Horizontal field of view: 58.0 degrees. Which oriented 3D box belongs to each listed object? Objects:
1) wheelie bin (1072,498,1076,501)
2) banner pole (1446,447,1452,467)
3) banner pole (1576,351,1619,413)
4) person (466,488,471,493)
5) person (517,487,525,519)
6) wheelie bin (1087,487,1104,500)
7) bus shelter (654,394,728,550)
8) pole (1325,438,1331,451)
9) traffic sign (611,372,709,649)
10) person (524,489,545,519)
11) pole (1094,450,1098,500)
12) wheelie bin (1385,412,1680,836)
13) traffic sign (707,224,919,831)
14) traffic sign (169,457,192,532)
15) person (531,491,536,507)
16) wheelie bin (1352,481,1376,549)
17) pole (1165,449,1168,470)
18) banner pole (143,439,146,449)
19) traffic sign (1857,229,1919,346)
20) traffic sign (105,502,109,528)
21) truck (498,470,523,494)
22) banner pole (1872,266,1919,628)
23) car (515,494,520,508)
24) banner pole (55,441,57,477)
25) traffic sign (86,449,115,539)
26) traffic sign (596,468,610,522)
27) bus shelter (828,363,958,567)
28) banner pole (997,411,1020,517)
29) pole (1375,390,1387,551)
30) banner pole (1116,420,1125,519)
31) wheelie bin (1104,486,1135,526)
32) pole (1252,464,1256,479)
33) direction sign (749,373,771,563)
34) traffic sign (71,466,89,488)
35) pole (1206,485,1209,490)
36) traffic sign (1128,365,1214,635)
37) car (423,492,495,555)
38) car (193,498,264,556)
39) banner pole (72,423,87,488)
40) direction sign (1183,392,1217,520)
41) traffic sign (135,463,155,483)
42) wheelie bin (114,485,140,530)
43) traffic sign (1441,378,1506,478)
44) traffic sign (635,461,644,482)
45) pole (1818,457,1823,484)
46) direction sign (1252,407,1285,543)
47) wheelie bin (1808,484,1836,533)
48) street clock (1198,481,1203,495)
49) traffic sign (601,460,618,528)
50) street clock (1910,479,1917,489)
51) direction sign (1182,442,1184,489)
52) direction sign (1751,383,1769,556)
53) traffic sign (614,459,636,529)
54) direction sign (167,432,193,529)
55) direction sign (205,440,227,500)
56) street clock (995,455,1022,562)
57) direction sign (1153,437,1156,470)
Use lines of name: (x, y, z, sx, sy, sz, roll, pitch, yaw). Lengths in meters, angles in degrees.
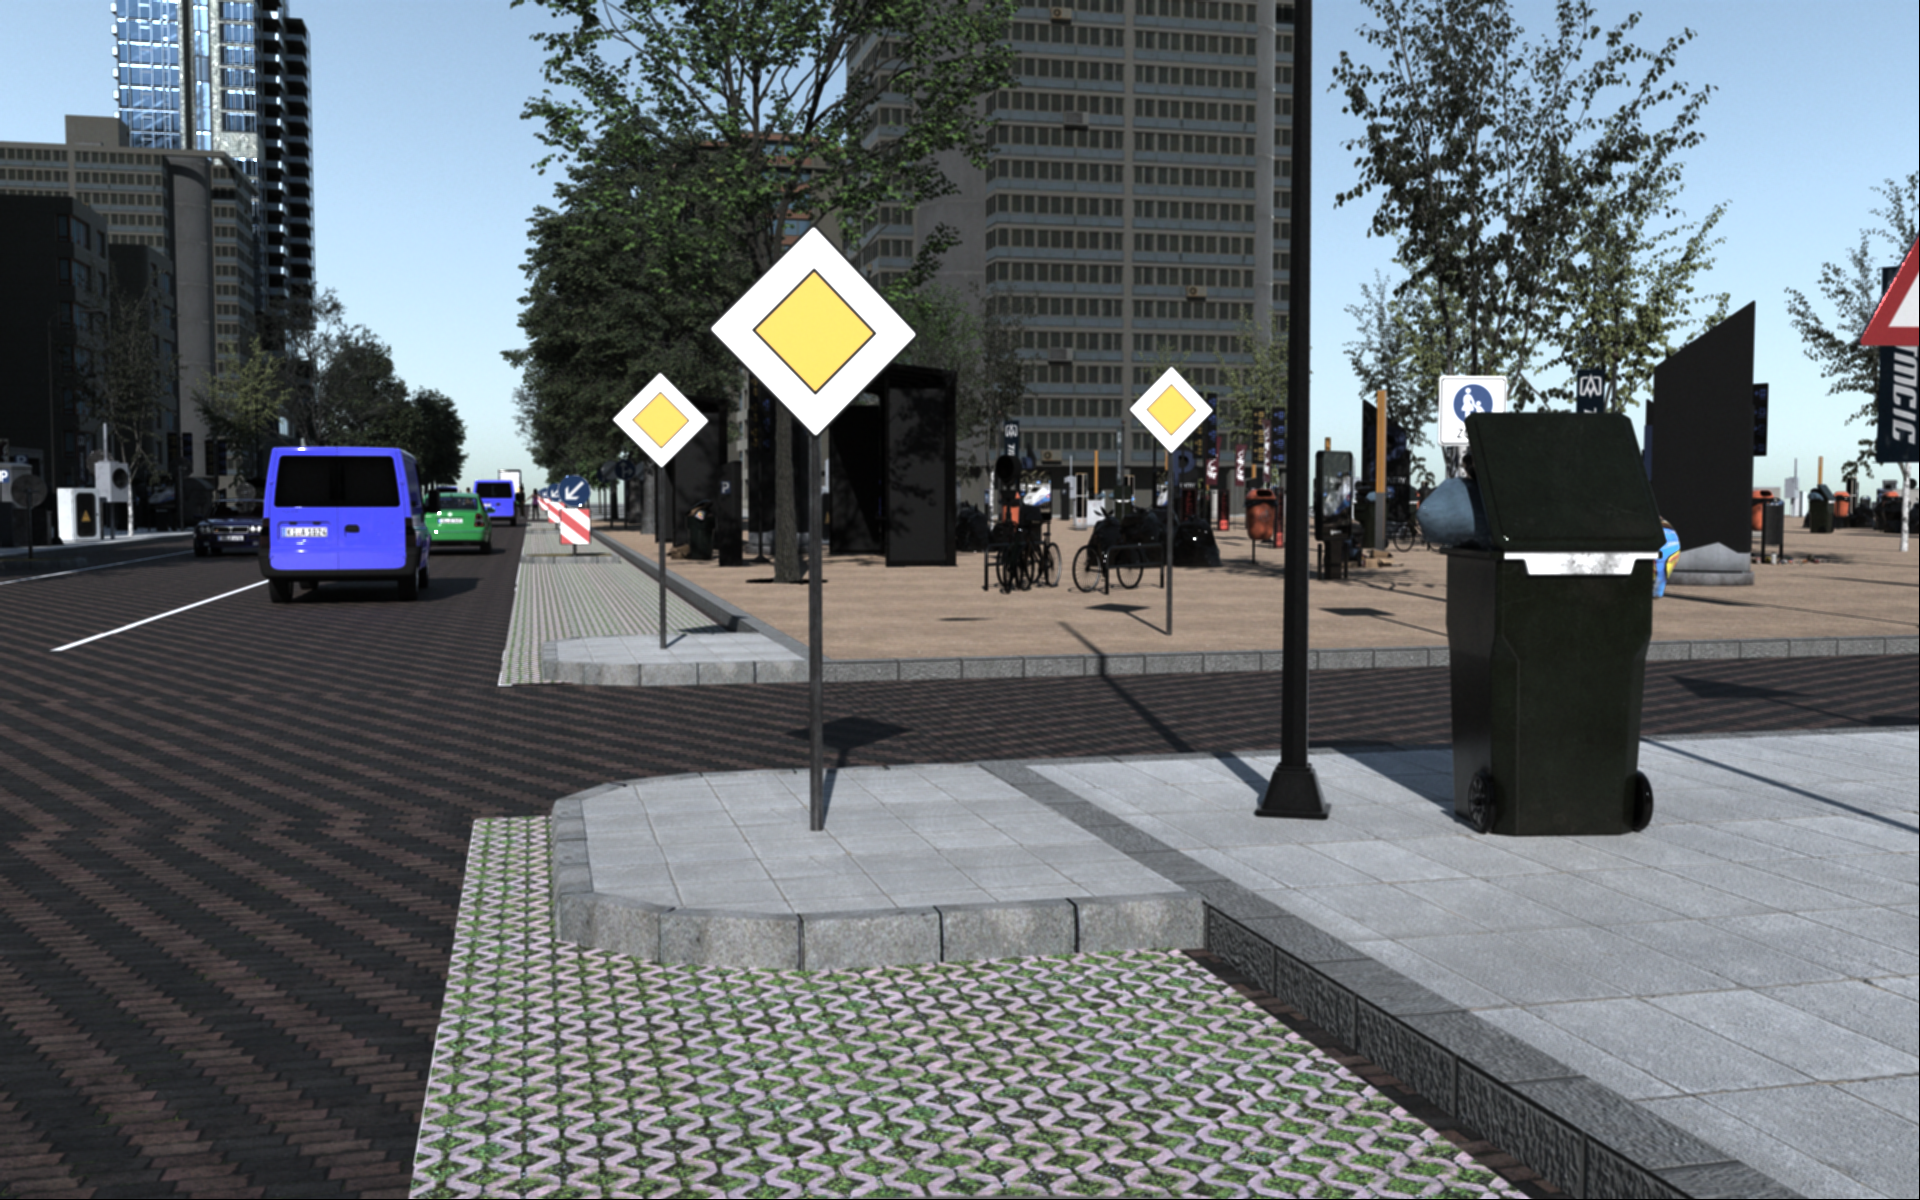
wheelie bin: (6.291, -5.058, 90.612, 0.693, 1.594, 0.980, -1, 4, -21)
banner pole: (22.835, -5.528, 80.396, 0.401, 3.779, 0.863, -2, 4, -29)
banner pole: (11.275, -2.480, 30.566, 0.863, 3.779, 0.401, 1, 4, 14)
person: (-28.788, -5.674, 101.367, 0.705, 1.812, 1.348, 2, 4, 28)
person: (-25.561, -5.676, 100.938, 0.705, 1.869, 1.348, -2, 4, -28)
wheelie bin: (6.435, -4.539, 82.126, 0.980, 1.594, 0.693, 0, 4, 2)
bus shelter: (-6.800, -3.137, 42.574, 1.731, 3.624, 6.357, -1, 4, -14)
pole: (13.268, -4.203, 62.563, 0.158, 3.312, 0.155, 0, 3, 0)
traffic sign: (-2.464, -0.652, 14.303, 0.795, 2.450, 0.064, -1, 4, -14)
person: (-24.020, -5.426, 97.891, 1.217, 1.739, 0.721, -2, 4, -31)
pole: (6.374, -5.330, 80.985, 0.158, 3.312, 0.155, 0, 3, 0)
wheelie bin: (2.234, 0.073, 6.712, 0.980, 1.594, 0.693, 0, 4, -3)
traffic sign: (-0.550, -0.178, 6.550, 0.795, 2.450, 0.064, -1, 4, -14)
traffic sign: (-26.476, -3.594, 58.865, 0.768, 2.556, 0.104, 0, 4, -5)
person: (-45.694, -10.846, 185.920, 0.705, 1.812, 1.348, 0, 4, 5)
wheelie bin: (9.703, -2.015, 40.852, 0.693, 1.594, 0.980, -2, 4, -28)
pole: (8.208, -4.562, 68.437, 0.158, 3.312, 0.155, 0, 3, 0)
banner pole: (-37.519, -5.481, 79.635, 0.401, 3.779, 0.863, -3, 5, -45)
traffic sign: (3.651, -0.386, 6.320, 0.884, 2.594, 0.081, 0, 4, -7)
traffic sign: (-32.385, -4.012, 65.705, 0.768, 2.556, 0.104, -1, 4, -9)
truck: (-53.197, -13.212, 204.925, 2.839, 4.237, 11.283, -1, 4, -14)
banner pole: (9.234, -1.627, 16.625, 0.863, 3.779, 0.401, 3, 5, 43)
car: (-47.966, -10.803, 185.426, 1.959, 1.807, 4.718, -1, 4, -13)
banner pole: (-42.492, -5.591, 81.435, 0.401, 3.779, 0.863, -2, 4, -27)
traffic sign: (-24.422, -3.005, 49.243, 0.768, 2.556, 0.104, -1, 4, -11)
traffic sign: (-16.523, -4.925, 80.624, 0.768, 2.556, 0.104, -1, 4, -11)
bus shelter: (-1.539, -2.581, 33.478, 1.731, 3.624, 6.357, -1, 4, -14)
banner pole: (1.394, -3.785, 51.899, 0.863, 3.779, 0.401, 1, 4, 23)
pole: (8.298, -2.465, 34.138, 0.158, 3.312, 0.155, 0, 3, 0)
banner pole: (5.421, -4.183, 58.407, 0.401, 3.779, 0.863, 2, 4, 26)
wheelie bin: (5.965, -3.436, 64.085, 0.980, 1.594, 0.693, 0, 4, -2)
pole: (13.683, -5.309, 80.638, 0.158, 3.312, 0.155, 0, 3, 0)
direction sign: (-3.716, -2.458, 32.191, 0.379, 3.537, 0.876, 1, 4, 18)
traffic sign: (-31.957, -3.720, 62.953, 0.606, 2.300, 0.079, 0, 4, -7)
pole: (10.814, -5.015, 75.836, 0.158, 3.312, 0.155, 0, 3, 0)
traffic sign: (1.896, -0.885, 15.655, 0.795, 2.450, 0.064, -1, 4, -9)
car: (-12.285, -2.030, 41.992, 1.959, 1.807, 4.718, -1, 4, -14)
car: (-17.126, -1.754, 41.253, 1.945, 1.354, 3.894, -1, 4, -16)
banner pole: (-31.157, -4.360, 61.299, 0.401, 3.779, 0.863, 0, 4, 7)
direction sign: (5.459, -2.854, 38.666, 0.379, 3.537, 0.876, 3, 5, 42)
traffic sign: (-33.259, -4.321, 70.747, 0.768, 2.556, 0.104, -1, 4, -12)
wheelie bin: (-29.764, -3.287, 61.659, 0.980, 1.594, 0.693, -3, 5, -39)
traffic sign: (4.436, -0.792, 15.082, 0.606, 2.300, 0.079, 0, 4, -6)
traffic sign: (-12.300, -4.118, 67.437, 0.768, 2.556, 0.104, -1, 4, -10)
pole: (46.823, -6.144, 94.304, 0.158, 3.312, 0.155, 0, 3, 0)
direction sign: (8.045, -3.254, 45.208, 0.876, 3.537, 0.379, -1, 4, -9)
wheelie bin: (28.151, -2.980, 56.636, 0.980, 1.594, 0.693, -3, 5, -41)
street clock: (13.224, -5.563, 95.520, 0.471, 2.002, 0.358, 2, 4, 28)
traffic sign: (-13.087, -3.969, 65.000, 0.768, 2.556, 0.104, -1, 4, -12)
street clock: (44.870, -4.724, 81.811, 0.471, 2.002, 0.358, 0, 3, 0)
direction sign: (7.368, -3.994, 57.293, 0.379, 3.537, 0.876, 1, 4, 10)
direction sign: (16.267, -2.679, 35.794, 0.379, 3.537, 0.876, -2, 4, -28)
traffic sign: (-12.267, -3.877, 63.495, 0.768, 2.556, 0.104, 0, 4, -6)
direction sign: (-28.731, -4.396, 63.864, 0.876, 3.537, 0.379, -3, 5, -42)
direction sign: (-31.373, -4.960, 73.092, 0.379, 3.537, 0.876, 3, 5, 43)
street clock: (0.899, -1.684, 32.110, 0.471, 2.002, 0.358, 3, 5, 44)
direction sign: (7.419, -4.530, 66.061, 0.379, 3.537, 0.876, 0, 4, 2)
